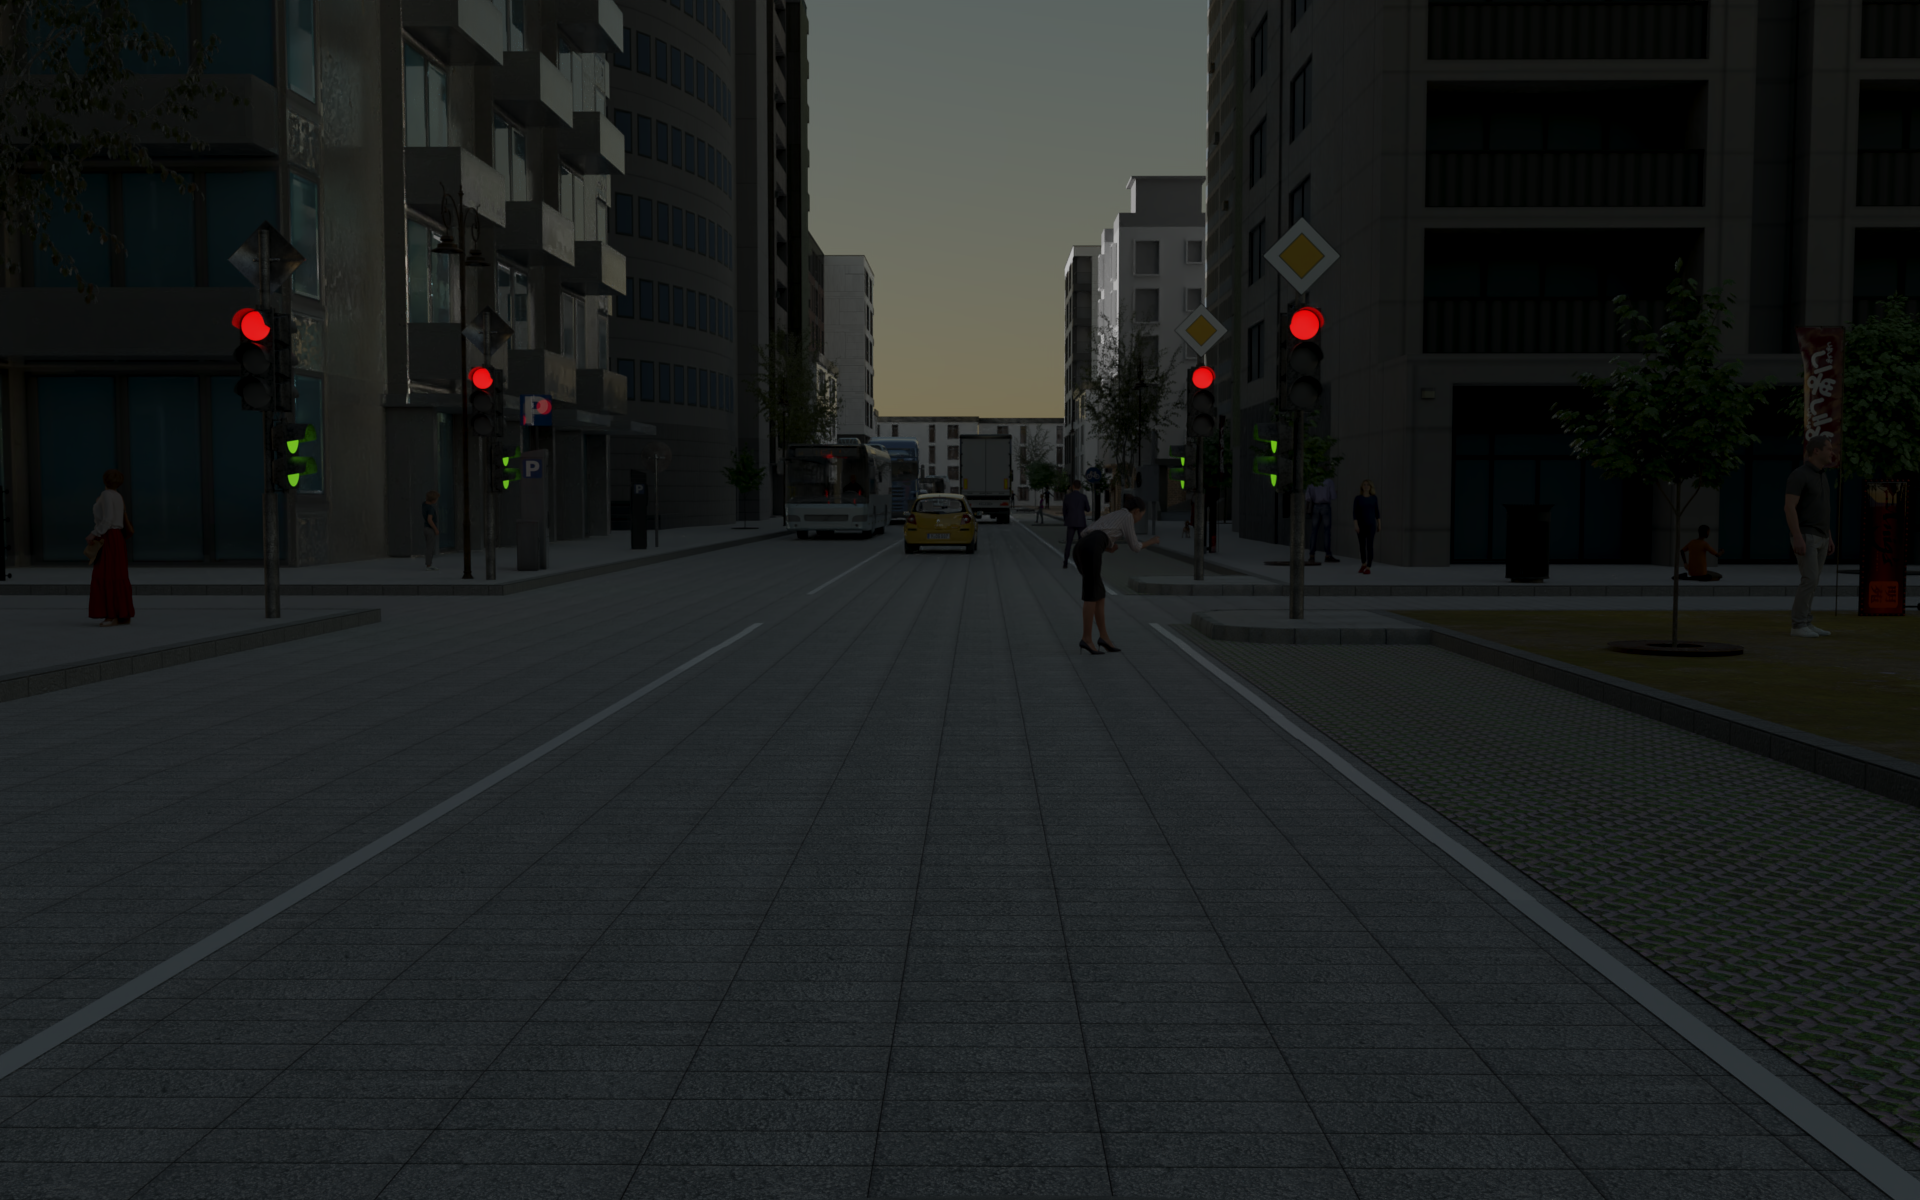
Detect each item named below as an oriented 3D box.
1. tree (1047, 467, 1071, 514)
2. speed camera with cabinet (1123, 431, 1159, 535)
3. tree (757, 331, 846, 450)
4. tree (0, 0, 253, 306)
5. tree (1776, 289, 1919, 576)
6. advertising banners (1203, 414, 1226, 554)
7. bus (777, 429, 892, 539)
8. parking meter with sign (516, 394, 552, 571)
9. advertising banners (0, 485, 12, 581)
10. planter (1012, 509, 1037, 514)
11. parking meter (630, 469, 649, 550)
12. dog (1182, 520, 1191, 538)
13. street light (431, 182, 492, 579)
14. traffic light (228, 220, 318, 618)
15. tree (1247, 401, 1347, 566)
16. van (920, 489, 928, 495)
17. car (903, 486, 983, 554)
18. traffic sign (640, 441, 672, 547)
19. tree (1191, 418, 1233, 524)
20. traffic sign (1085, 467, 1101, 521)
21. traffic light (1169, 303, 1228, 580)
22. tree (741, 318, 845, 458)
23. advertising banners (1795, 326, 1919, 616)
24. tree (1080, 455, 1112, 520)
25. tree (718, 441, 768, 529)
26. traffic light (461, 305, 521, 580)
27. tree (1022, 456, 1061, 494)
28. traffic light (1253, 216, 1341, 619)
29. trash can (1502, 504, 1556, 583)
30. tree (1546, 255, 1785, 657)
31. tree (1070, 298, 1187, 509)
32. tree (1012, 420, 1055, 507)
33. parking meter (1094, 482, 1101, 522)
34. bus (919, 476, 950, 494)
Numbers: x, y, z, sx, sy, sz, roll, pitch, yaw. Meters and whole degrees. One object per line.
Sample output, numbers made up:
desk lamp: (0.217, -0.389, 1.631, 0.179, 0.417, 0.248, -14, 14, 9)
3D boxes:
tree: (6.853, -7.317, 114.239, 1.663, 3.219, 1.824, 0, 3, 0)
speed camera with cabinet: (5.721, -3.706, 54.934, 0.660, 3.252, 2.038, -1, 4, -12)
tree: (-7.070, -7.806, 77.988, 4.360, 8.622, 3.978, 0, 3, 0)
tree: (-7.739, -3.843, 13.190, 4.360, 8.622, 3.978, 0, 3, 0)
tree: (14.907, -2.703, 27.909, 4.285, 4.588, 4.351, 0, 3, 0)
advertising banners: (5.493, -2.536, 37.644, 0.090, 3.025, 2.074, 2, 4, 24)
bus: (-3.967, -3.890, 58.465, 2.948, 3.499, 13.247, 0, 4, 1)
parking meter with sign: (-7.295, -2.037, 29.574, 0.543, 3.016, 1.738, -1, 4, -9)
advertising banners: (-15.007, -1.801, 25.640, 2.074, 3.025, 0.090, 1, 4, 12)
planter: (4.789, -6.512, 127.609, 1.991, 0.319, 1.994, 0, 4, 1)
parking meter: (-7.430, -2.106, 40.142, 0.399, 1.863, 0.255, -1, 4, -16)
dog: (6.649, -2.084, 50.896, 0.406, 0.507, 0.540, -1, 4, -22)
street light: (-7.455, -3.257, 26.047, 0.468, 5.910, 1.993, 0, 4, 1)
traffic light: (-7.097, -1.767, 17.813, 0.839, 4.253, 0.868, 0, 4, 1)
tree: (6.006, -2.231, 31.076, 1.663, 3.219, 1.824, 0, 3, 0)
van: (-3.595, -9.119, 156.103, 2.013, 2.044, 4.112, 0, 4, 1)
car: (-0.439, -1.995, 42.844, 2.015, 1.641, 3.980, 0, 4, 2)
traffic sign: (-7.310, -2.543, 41.679, 0.768, 2.556, 0.104, 0, 4, 2)
tree: (11.443, -5.595, 75.187, 4.285, 4.588, 4.351, 0, 3, 0)
traffic sign: (6.240, -4.963, 81.255, 0.768, 2.556, 0.104, 0, 4, 2)
traffic light: (3.539, -2.249, 25.688, 0.839, 4.253, 0.868, 0, 4, 1)
tree: (-7.088, -7.524, 73.386, 4.737, 8.622, 4.395, 0, 3, 0)
advertising banners: (9.709, -1.340, 18.097, 2.074, 3.025, 0.090, 0, 4, -1)
tree: (6.812, -5.590, 85.996, 1.663, 3.219, 1.824, 0, 3, 0)
tree: (-7.767, -4.211, 63.445, 1.663, 3.219, 1.824, 0, 3, 0)
traffic light: (-7.002, -2.255, 25.798, 0.839, 4.253, 0.868, 0, 4, 1)
tree: (6.962, -10.025, 147.618, 4.285, 4.588, 4.351, 0, 3, 0)
traffic light: (3.443, -1.760, 17.704, 0.839, 4.253, 0.868, 0, 4, 1)
trash can: (8.226, -0.822, 25.091, 0.748, 1.137, 0.748, 0, 3, 0)
tree: (5.889, -1.196, 14.155, 1.663, 3.219, 1.824, 0, 3, 0)
tree: (6.442, -7.076, 66.060, 4.360, 8.622, 3.978, 0, 3, 0)
tree: (7.209, -13.478, 170.732, 4.360, 8.622, 3.978, 0, 3, 0)
parking meter: (6.378, -4.565, 80.345, 0.255, 1.863, 0.399, 0, 4, -6)
bus: (-2.527, -10.525, 166.943, 2.948, 3.499, 13.247, 0, 4, 2)
